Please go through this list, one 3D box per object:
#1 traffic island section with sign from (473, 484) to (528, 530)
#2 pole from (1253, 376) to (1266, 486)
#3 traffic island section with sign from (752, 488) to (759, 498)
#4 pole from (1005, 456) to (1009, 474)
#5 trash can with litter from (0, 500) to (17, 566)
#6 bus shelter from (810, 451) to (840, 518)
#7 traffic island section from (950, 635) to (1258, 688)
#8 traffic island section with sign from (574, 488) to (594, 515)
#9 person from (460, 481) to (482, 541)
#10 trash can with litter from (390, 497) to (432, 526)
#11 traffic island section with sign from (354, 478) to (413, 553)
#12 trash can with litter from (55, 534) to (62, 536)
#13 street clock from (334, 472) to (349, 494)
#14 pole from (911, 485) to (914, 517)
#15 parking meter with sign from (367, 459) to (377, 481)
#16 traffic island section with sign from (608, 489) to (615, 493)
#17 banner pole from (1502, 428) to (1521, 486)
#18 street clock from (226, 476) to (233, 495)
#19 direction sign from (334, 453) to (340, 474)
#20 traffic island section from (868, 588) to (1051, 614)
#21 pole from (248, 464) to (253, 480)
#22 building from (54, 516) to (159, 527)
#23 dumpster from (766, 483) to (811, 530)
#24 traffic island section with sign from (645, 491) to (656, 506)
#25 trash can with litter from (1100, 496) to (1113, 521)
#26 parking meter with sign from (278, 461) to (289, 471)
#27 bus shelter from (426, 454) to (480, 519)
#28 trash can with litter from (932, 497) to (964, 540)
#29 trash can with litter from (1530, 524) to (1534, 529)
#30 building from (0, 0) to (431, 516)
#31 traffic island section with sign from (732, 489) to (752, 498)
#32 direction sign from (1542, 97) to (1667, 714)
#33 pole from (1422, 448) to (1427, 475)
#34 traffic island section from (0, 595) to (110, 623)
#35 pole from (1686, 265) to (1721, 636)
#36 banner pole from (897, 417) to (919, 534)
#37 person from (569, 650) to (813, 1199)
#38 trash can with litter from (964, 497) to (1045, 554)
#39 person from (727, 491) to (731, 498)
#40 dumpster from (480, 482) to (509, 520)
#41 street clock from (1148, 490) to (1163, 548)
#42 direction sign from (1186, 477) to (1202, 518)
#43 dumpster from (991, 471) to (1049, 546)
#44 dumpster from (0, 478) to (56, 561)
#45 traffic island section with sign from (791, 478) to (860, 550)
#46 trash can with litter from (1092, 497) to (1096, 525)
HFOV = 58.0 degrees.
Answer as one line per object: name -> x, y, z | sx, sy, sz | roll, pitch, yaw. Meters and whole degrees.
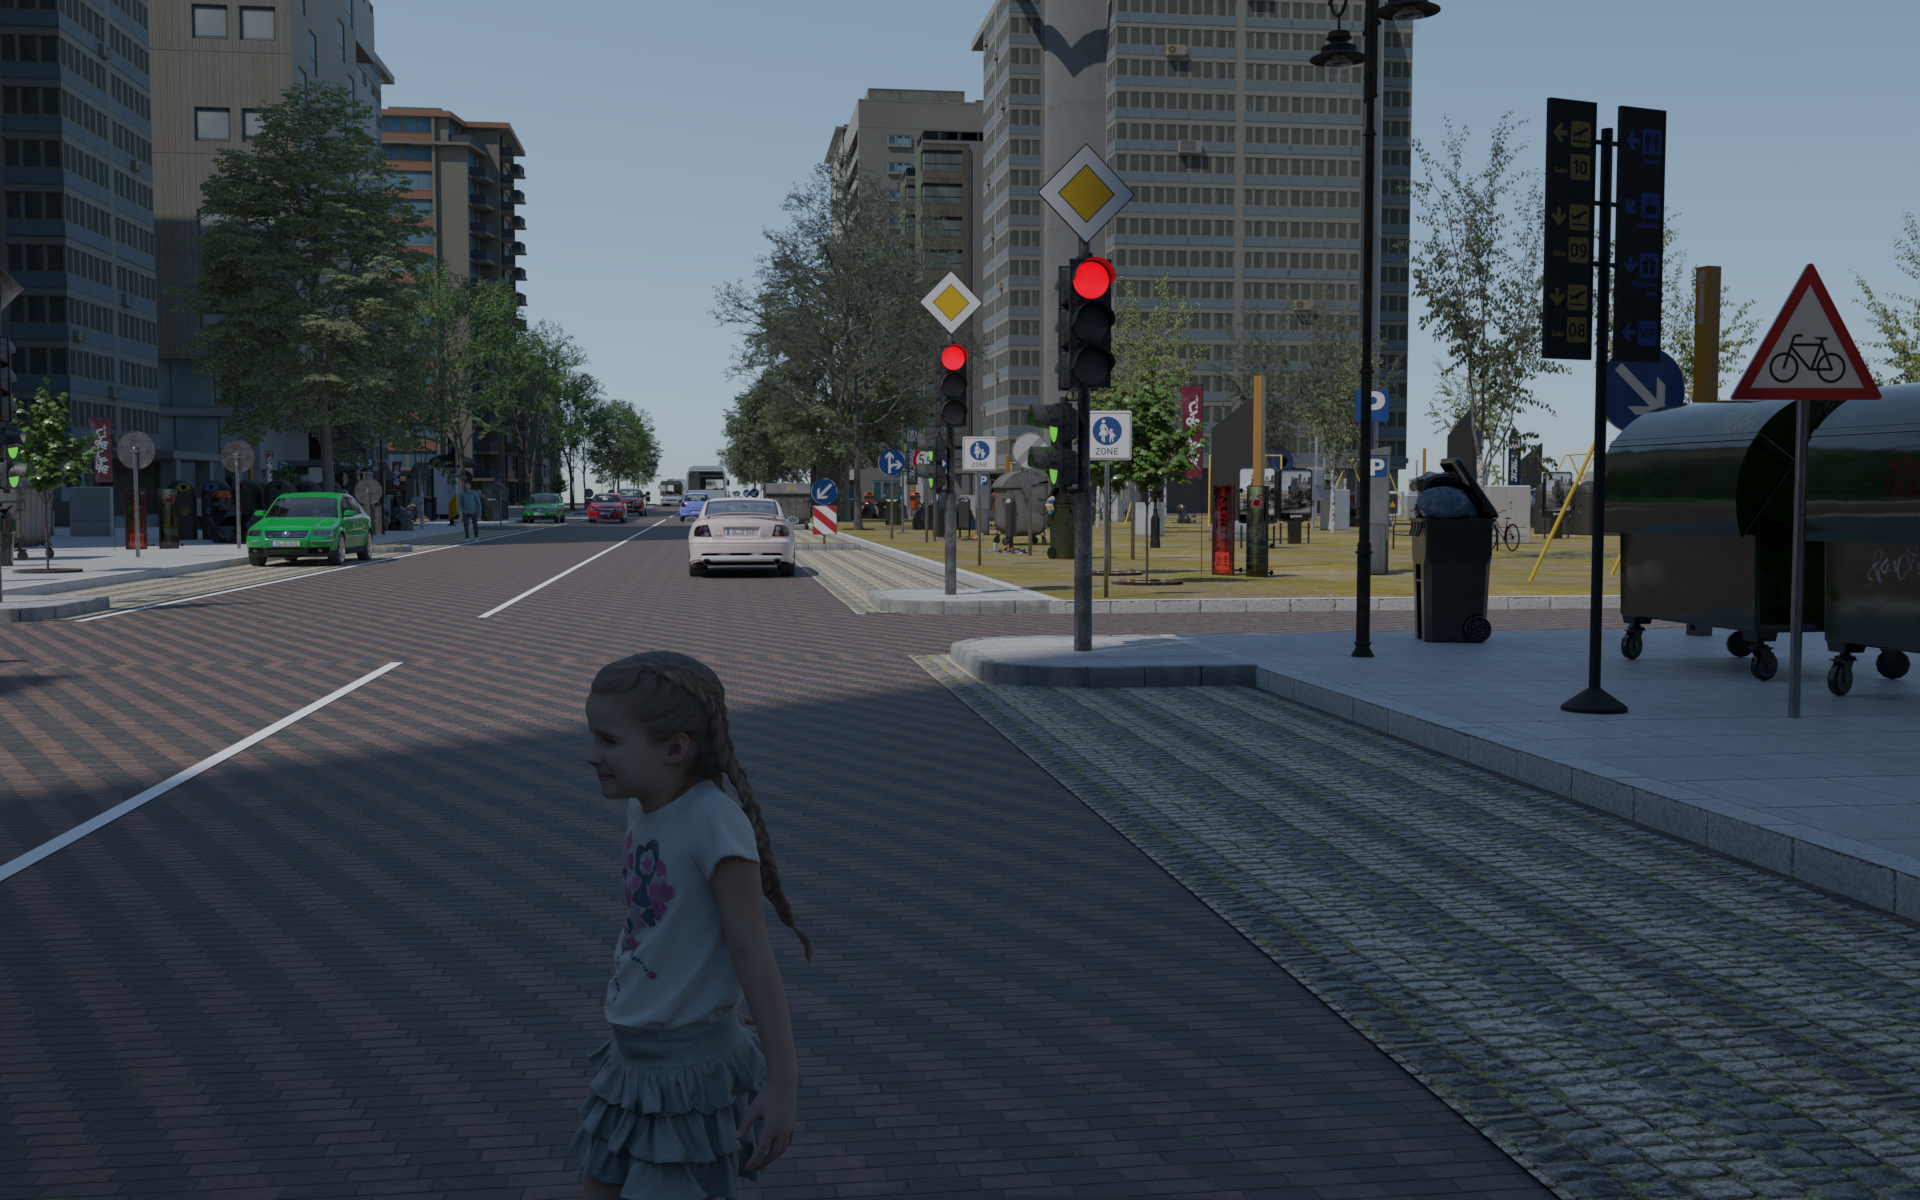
traffic island section with sign -> -18.403, -3.719, 69.436 | 1.989, 1.847, 2.006 | 0, 4, -8
pole -> 5.172, -2.209, 29.962 | 0.158, 3.312, 0.155 | 0, 3, 0
traffic island section with sign -> -7.455, -3.839, 71.400 | 1.989, 1.847, 2.006 | 0, 4, -8
pole -> 2.499, -6.015, 92.183 | 0.158, 3.312, 0.155 | 0, 3, 0
trash can with litter -> -17.348, -1.190, 30.841 | 1.055, 1.170, 0.624 | 1, 4, 20
bus shelter -> -7.138, -6.058, 90.331 | 1.731, 3.624, 6.357 | -1, 4, -8
traffic island section -> 1.029, 0.495, 14.181 | 2.009, 0.180, 2.903 | 0, 4, -8
traffic island section with sign -> -25.534, -6.775, 119.406 | 1.989, 1.847, 2.006 | 0, 4, -8
person -> -14.775, -2.679, 52.315 | 0.660, 1.820, 0.620 | 0, 4, -8
trash can with litter -> -22.451, -3.628, 70.380 | 2.233, 1.210, 1.678 | -3, 5, -40
traffic island section with sign -> -14.581, -2.077, 42.588 | 1.989, 1.847, 2.006 | 0, 4, -8
trash can with litter -> -28.516, -2.566, 53.012 | 2.233, 1.210, 1.678 | 2, 4, 25
street clock -> -20.143, -3.170, 56.393 | 0.358, 2.002, 0.471 | 2, 4, 28
pole -> -2.664, -6.313, 97.066 | 0.158, 3.312, 0.155 | 0, 3, 0
parking meter with sign -> -28.703, -5.390, 84.389 | 0.543, 3.016, 1.738 | -2, 4, -29
traffic island section with sign -> -29.331, -8.408, 146.093 | 1.989, 1.847, 2.006 | 0, 4, -8
banner pole -> 20.734, -4.606, 65.326 | 0.863, 3.779, 0.401 | 1, 4, 14
street clock -> -29.436, -3.990, 69.808 | 0.358, 2.002, 0.471 | -2, 4, -27
direction sign -> -32.166, -5.961, 89.456 | 0.379, 3.537, 0.876 | 0, 4, -3
traffic island section -> -0.097, 0.012, 22.087 | 2.009, 0.180, 2.903 | 0, 4, -8
pole -> -32.329, -5.206, 78.958 | 0.158, 3.312, 0.155 | 0, 3, 0
building -> -47.800, -23.162, 70.578 | 32.217, 40.220, 23.993 | 0, 4, -8
dumpster -> -6.847, -3.715, 68.956 | 1.865, 1.857, 1.264 | 0, 4, -7
traffic island section with sign -> -40.983, -13.415, 227.960 | 1.989, 1.847, 2.006 | 0, 4, -8
trash can with litter -> 6.933, -4.407, 83.441 | 1.055, 1.170, 0.624 | -1, 4, -18
parking meter with sign -> -35.594, -5.855, 91.989 | 0.543, 3.016, 1.738 | 0, 4, -1
bus shelter -> -26.273, -5.870, 89.902 | 2.014, 3.302, 5.546 | -1, 4, -8
trash can with litter -> 0.015, -2.321, 49.013 | 1.678, 1.210, 2.233 | -2, 4, -32
trash can with litter -> 19.970, -3.195, 63.298 | 2.233, 1.210, 1.678 | 2, 4, 32
building -> -57.267, -26.843, 130.761 | 32.217, 40.220, 23.993 | 0, 4, -8
traffic island section with sign -> -18.202, -8.461, 146.964 | 1.989, 1.847, 2.006 | 0, 4, -8
direction sign -> 3.759, -1.111, 10.158 | 0.876, 3.537, 0.379 | -2, 4, -23
pole -> 20.676, -5.096, 77.159 | 0.158, 3.312, 0.155 | 0, 3, 0
traffic island section -> -11.425, 0.110, 20.485 | 2.009, 0.180, 2.903 | 0, 4, -8
pole -> 6.706, -1.331, 15.612 | 0.158, 3.312, 0.155 | 0, 3, 0
banner pole -> -1.681, -4.059, 56.383 | 0.863, 3.779, 0.401 | -3, 5, -39
person -> -0.341, 0.675, 2.485 | 0.382, 1.210, 0.505 | -3, 4, -38
trash can with litter -> 1.040, -1.636, 37.805 | 1.678, 1.210, 2.233 | 0, 4, -3
person -> -27.305, -11.978, 204.328 | 0.705, 1.826, 1.348 | -2, 4, -32
dumpster -> -23.001, -4.878, 85.517 | 1.264, 1.857, 1.865 | 0, 4, -8
street clock -> 4.643, -2.237, 41.142 | 0.358, 2.002, 0.471 | 2, 4, 30
direction sign -> 12.825, -6.289, 94.827 | 0.876, 3.537, 0.379 | 1, 4, 14
dumpster -> 1.545, -2.327, 43.810 | 1.264, 1.857, 1.865 | 0, 4, -8
dumpster -> -18.654, -1.722, 33.909 | 1.264, 1.857, 1.865 | 0, 4, -8
traffic island section with sign -> -3.654, -2.207, 44.713 | 1.989, 1.847, 2.006 | 0, 4, -8
trash can with litter -> 5.003, -3.616, 70.501 | 1.055, 1.170, 0.624 | 1, 4, 19
